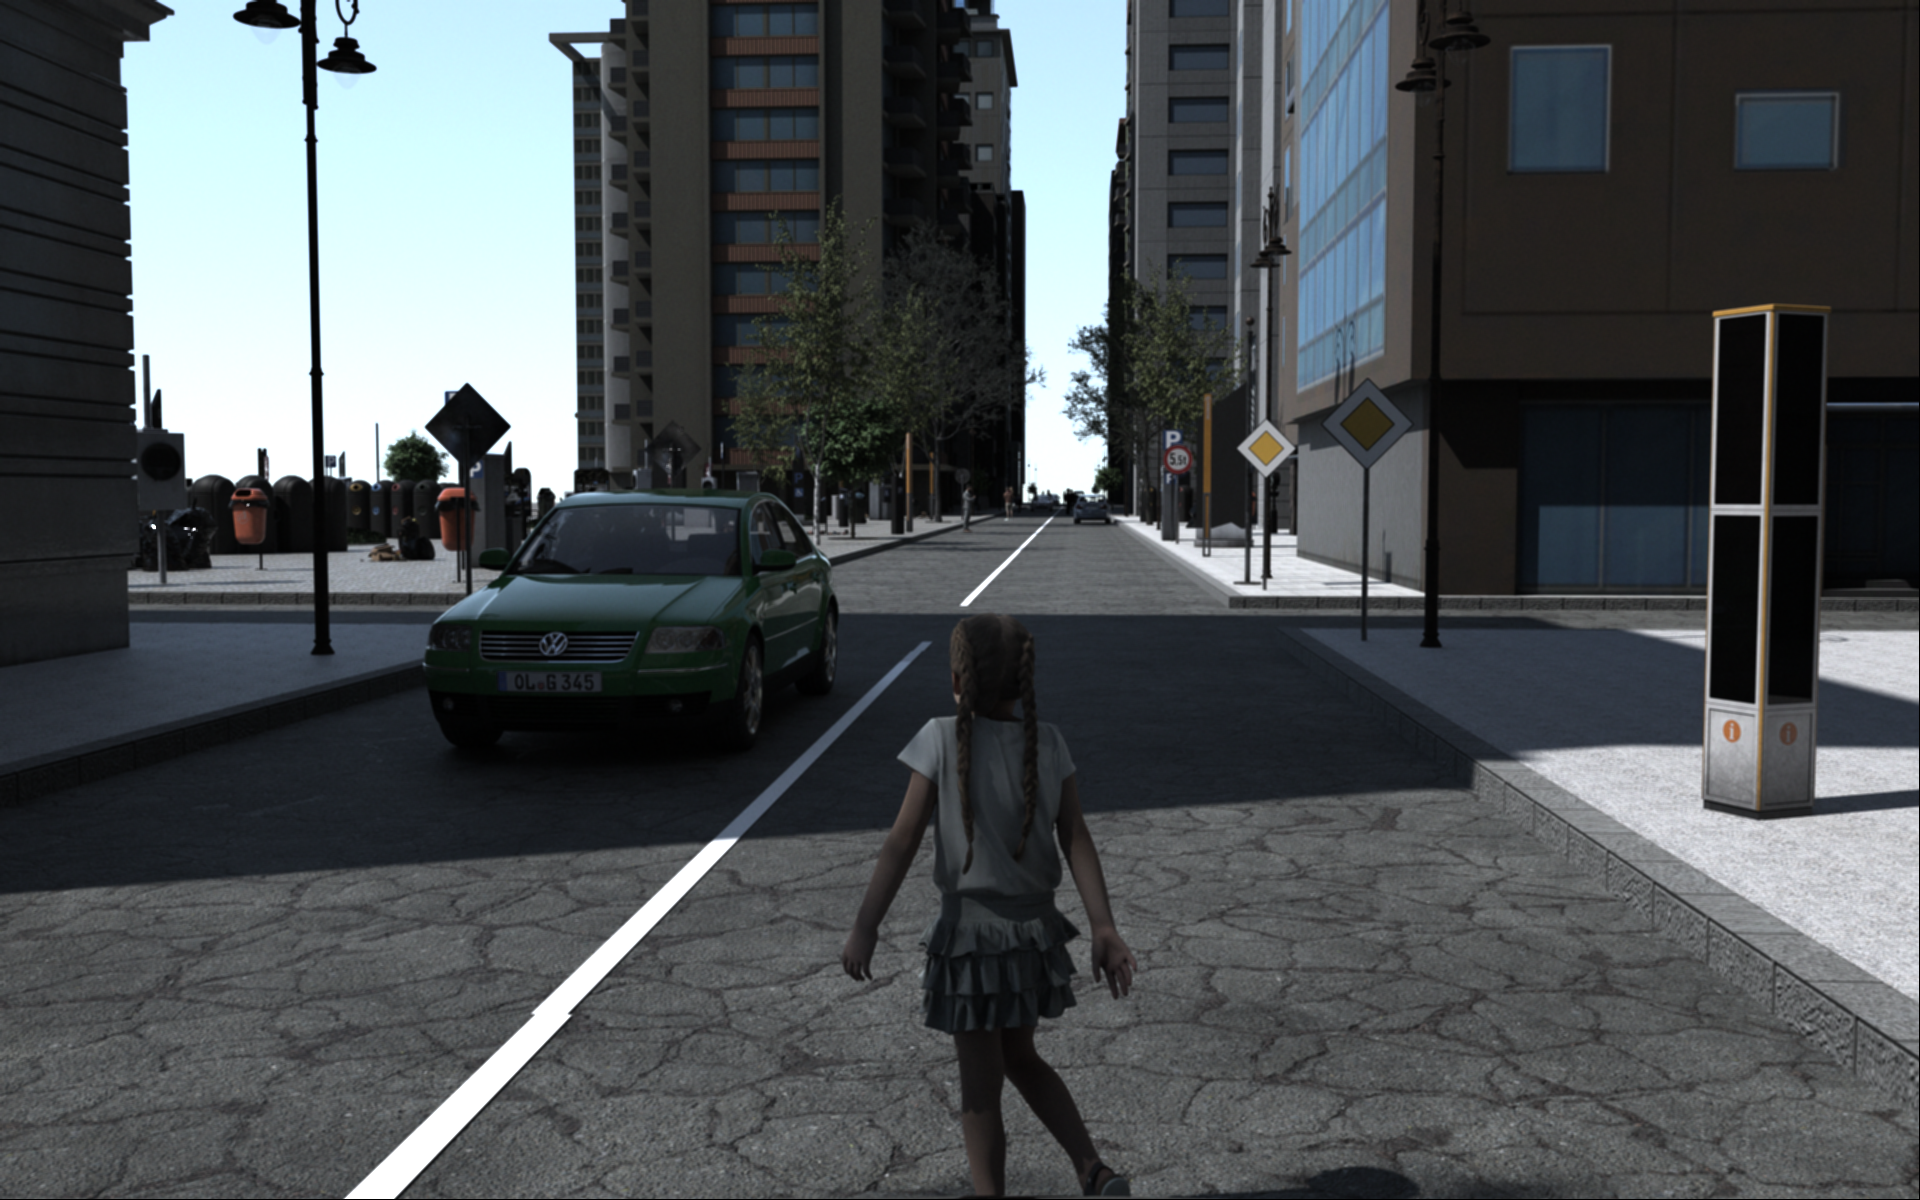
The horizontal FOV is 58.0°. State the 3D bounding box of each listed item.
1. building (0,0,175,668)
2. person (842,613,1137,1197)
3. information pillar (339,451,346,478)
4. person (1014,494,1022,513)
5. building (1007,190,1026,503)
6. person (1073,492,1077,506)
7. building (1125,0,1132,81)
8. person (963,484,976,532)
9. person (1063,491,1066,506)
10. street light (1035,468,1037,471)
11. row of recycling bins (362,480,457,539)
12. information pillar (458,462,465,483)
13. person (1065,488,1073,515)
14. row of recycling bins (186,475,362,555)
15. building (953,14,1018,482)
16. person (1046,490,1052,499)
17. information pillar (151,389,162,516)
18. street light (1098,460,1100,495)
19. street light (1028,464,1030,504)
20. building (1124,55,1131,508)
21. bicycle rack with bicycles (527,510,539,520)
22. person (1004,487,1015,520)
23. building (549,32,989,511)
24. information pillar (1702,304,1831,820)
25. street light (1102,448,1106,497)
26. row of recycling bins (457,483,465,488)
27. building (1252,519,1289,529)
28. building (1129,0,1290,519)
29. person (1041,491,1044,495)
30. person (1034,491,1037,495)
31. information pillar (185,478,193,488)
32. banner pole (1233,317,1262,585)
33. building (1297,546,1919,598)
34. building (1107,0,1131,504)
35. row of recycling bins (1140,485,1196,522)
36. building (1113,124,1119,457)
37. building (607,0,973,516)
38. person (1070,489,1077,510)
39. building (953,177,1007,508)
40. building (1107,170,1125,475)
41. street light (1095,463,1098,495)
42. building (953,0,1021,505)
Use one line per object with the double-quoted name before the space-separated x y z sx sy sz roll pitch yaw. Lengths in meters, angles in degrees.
"building" -17.012 -10.606 9.559 21.152 22.565 11.583 0 4 4
"person" 0.051 0.633 3.161 0.505 1.210 0.382 -2 4 -24
"information pillar" -33.461 -6.269 93.861 0.504 3.616 0.183 3 4 36
"person" 4.462 -7.437 133.320 0.697 1.427 0.421 2 4 26
"building" 2.310 -36.610 248.685 14.600 45.320 14.200 0 4 4
"person" 13.272 -11.812 202.349 1.217 1.736 0.721 -3 4 -38
"building" 24.734 -29.837 142.455 22.147 44.769 28.867 0 4 4
"person" 0.359 -3.473 65.463 0.466 1.800 0.511 0 4 8
"person" 12.589 -12.207 208.108 0.705 1.821 1.348 1 4 13
"street light" 11.162 -17.262 255.016 0.468 5.910 1.993 0 4 4
"row of recycling bins" -16.399 -2.638 50.246 3.534 1.692 1.069 2 4 28
"information pillar" -28.755 -6.651 100.104 0.504 3.616 0.183 -1 4 -20
"person" 7.509 -6.803 119.699 0.705 1.831 1.348 2 4 25
"row of recycling bins" -15.000 -1.880 37.844 1.069 1.692 3.534 3 4 36
"building" -8.205 -37.179 197.116 28.713 52.752 27.495 0 4 4
"person" 8.822 -10.100 173.262 0.705 1.869 1.348 3 5 43
"information pillar" -17.773 -2.876 38.378 0.183 3.616 0.504 0 4 -6
"street light" 15.381 -13.034 185.888 0.468 5.910 1.993 0 4 4
"street light" 8.732 -15.088 219.476 0.468 5.910 1.993 0 4 4
"building" 22.709 -29.424 164.672 14.154 41.232 14.086 0 4 4
"bicycle rack with bicycles" -19.053 -3.602 72.270 2.852 0.926 2.925 1 4 22
"person" 2.714 -5.245 94.236 0.573 1.828 0.580 3 4 38
"building" -14.042 -27.443 140.582 32.217 40.220 23.993 0 4 4
"information pillar" 3.217 -0.149 6.929 0.304 2.012 0.304 -1 4 -21
"street light" 14.583 -12.294 173.799 0.468 5.910 1.993 0 4 4
"row of recycling bins" -18.410 -3.451 63.536 1.069 1.692 3.534 0 4 7
"building" 22.648 -32.566 74.458 21.231 58.520 28.212 0 4 4
"building" 21.745 -34.948 113.400 21.231 58.520 28.212 0 4 4
"person" 9.693 -11.815 201.756 0.705 1.814 1.350 -1 4 -23
"person" 8.519 -11.354 194.812 0.551 1.740 0.621 2 4 25
"information pillar" -36.116 -4.690 81.173 0.304 2.012 0.304 -2 4 -28
"banner pole" 4.085 -2.098 24.320 0.401 3.779 0.863 0 4 2
"building" 13.109 -23.025 26.570 14.200 45.320 14.600 0 4 4
"building" 29.573 -47.983 222.765 20.563 71.187 20.611 0 4 4
"row of recycling bins" 9.778 -4.383 78.779 3.534 1.692 1.069 3 4 36
"building" 28.857 -33.287 198.872 22.147 44.769 28.867 0 4 4
"building" -10.648 -28.076 113.660 22.147 44.769 28.867 0 4 4
"person" 10.280 -9.298 160.153 1.348 1.869 0.705 3 4 36
"building" -2.924 -23.768 160.307 14.160 30.474 14.107 0 4 4
"building" 31.827 -38.005 245.090 21.300 48.544 21.600 0 4 4
"street light" 17.720 -15.208 221.434 0.468 5.910 1.993 0 4 4
"building" -2.964 -55.810 225.170 22.319 86.520 31.000 0 4 4
